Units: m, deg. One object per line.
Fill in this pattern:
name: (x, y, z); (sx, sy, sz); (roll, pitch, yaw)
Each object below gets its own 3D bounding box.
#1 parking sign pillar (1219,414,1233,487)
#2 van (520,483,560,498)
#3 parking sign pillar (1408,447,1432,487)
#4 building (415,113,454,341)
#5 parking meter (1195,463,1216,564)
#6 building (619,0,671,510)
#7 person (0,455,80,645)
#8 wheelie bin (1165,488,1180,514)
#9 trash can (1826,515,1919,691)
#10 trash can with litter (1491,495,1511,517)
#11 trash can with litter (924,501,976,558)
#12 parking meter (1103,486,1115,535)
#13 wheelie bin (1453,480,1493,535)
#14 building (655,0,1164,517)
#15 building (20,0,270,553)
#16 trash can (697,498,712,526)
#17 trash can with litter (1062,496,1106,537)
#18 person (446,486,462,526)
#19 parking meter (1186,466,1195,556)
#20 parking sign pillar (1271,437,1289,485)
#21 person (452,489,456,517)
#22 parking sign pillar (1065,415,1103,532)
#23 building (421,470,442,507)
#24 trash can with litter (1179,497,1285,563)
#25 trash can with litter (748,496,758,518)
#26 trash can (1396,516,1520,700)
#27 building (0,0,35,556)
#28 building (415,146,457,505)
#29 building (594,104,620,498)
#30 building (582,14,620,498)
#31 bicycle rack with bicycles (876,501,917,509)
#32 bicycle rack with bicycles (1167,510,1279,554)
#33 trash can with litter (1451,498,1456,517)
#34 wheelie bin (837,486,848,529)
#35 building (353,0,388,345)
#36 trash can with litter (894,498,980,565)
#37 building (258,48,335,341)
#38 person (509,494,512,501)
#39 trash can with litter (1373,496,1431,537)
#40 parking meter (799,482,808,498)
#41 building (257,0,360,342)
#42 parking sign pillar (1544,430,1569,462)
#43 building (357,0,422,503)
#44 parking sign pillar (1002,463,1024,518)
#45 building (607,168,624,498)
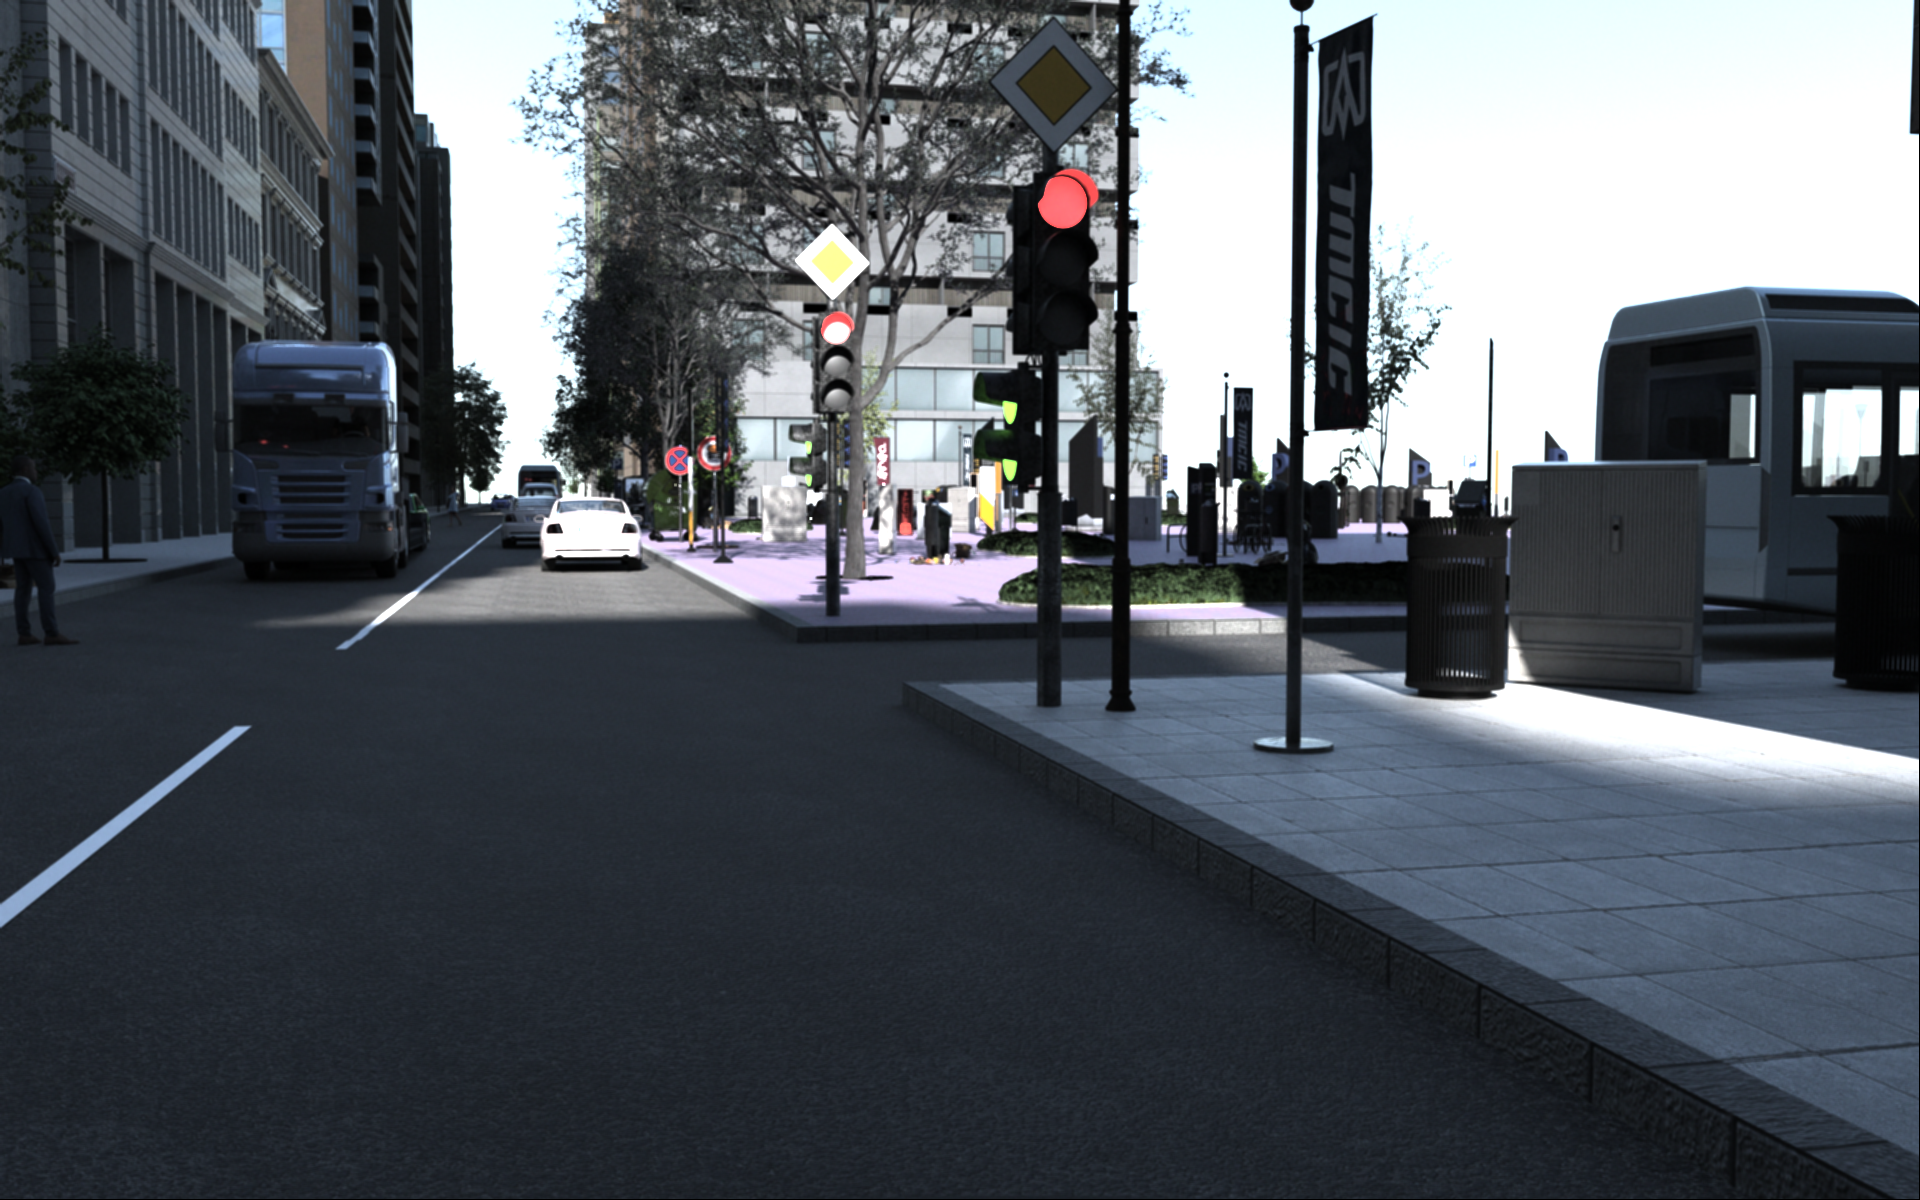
parking sign pillar: (9.099, -4.324, 59.163); (1.447, 3.967, 1.447); (1, 4, 12)
van: (-16.573, -3.754, 68.388); (2.013, 2.044, 4.112); (-1, 4, -13)
parking sign pillar: (26.564, -6.820, 99.973); (1.447, 3.967, 1.447); (0, 4, -8)
building: (-75.554, -36.564, 217.425); (23.786, 49.044, 30.456); (-1, 4, -14)
parking meter: (4.572, -1.611, 32.043); (0.255, 1.863, 0.399); (0, 4, -6)
building: (-20.456, -30.097, 142.192); (14.600, 45.320, 14.200); (-1, 4, -14)
person: (-8.826, -0.475, 16.453); (0.721, 1.800, 0.419); (1, 4, 16)
wheelie bin: (10.456, -4.725, 85.158); (0.693, 1.594, 0.980); (1, 4, 13)
trash can: (6.128, 0.013, 11.449); (0.748, 1.137, 0.748); (0, 3, 0)
trash can with litter: (30.711, -5.286, 97.475); (1.678, 1.210, 2.233); (0, 4, 8)
trash can with litter: (-0.204, -1.440, 34.929); (1.055, 1.170, 0.624); (1, 4, 10)
parking meter: (4.685, -2.820, 54.523); (0.372, 1.533, 0.369); (0, 3, 0)
wheelie bin: (11.695, -1.932, 39.504); (0.980, 1.594, 0.693); (3, 5, 45)
building: (-4.863, -31.833, 109.705); (28.713, 52.752, 27.495); (-1, 4, -14)
building: (-28.236, -16.662, 49.924); (11.434, 29.767, 29.804); (-1, 4, -14)
trash can: (-10.354, -3.570, 70.023); (0.748, 1.137, 0.748); (0, 3, 0)
trash can with litter: (3.569, -2.465, 51.363); (2.233, 1.210, 1.678); (1, 4, 22)
person: (-22.542, -4.186, 77.039); (0.616, 1.811, 0.778); (2, 4, 24)
parking meter: (4.907, -1.842, 35.834); (0.399, 1.863, 0.255); (1, 4, 20)
parking sign pillar: (15.267, -5.710, 81.823); (1.447, 3.967, 1.447); (-2, 4, -26)
person: (-31.978, -6.185, 109.256); (0.705, 1.869, 1.348); (-1, 4, -23)
parking sign pillar: (4.319, -4.339, 59.412); (1.447, 3.967, 1.447); (-3, 4, -38)
building: (-64.908, -45.270, 178.413); (20.563, 71.187, 20.611); (-1, 4, -14)
trash can with litter: (4.023, -1.014, 27.638); (1.678, 1.210, 2.233); (-1, 4, -13)
trash can with litter: (-7.995, -3.583, 69.646); (1.678, 1.210, 2.233); (2, 4, 32)
trash can: (3.142, 0.042, 10.972); (0.748, 1.137, 0.748); (0, 3, 0)
building: (-23.474, -12.701, 25.687); (12.078, 24.808, 19.932); (-1, 4, -14)
building: (-65.240, -31.405, 197.060); (14.154, 41.232, 14.086); (-1, 4, -14)
building: (-31.563, -30.713, 185.753); (14.154, 41.232, 14.086); (-1, 4, -14)
building: (-37.106, -41.542, 221.216); (21.231, 58.520, 28.212); (-1, 4, -14)
bicycle rack with bicycles: (-3.301, -4.765, 91.290); (2.925, 0.926, 2.852); (-3, 5, -43)
bicycle rack with bicycles: (5.957, -1.538, 38.534); (2.852, 0.926, 2.925); (2, 4, 29)
trash can with litter: (20.009, -3.507, 68.734); (0.624, 1.170, 1.055); (-3, 5, -42)
wheelie bin: (-4.461, -3.441, 64.168); (0.693, 1.594, 0.980); (-2, 4, -23)
building: (-48.788, -48.935, 112.753); (22.319, 86.520, 31.000); (-1, 4, -14)
trash can with litter: (-0.375, -1.296, 32.248); (1.678, 1.210, 2.233); (0, 4, 6)
building: (-34.209, -14.600, 74.864); (11.583, 22.565, 21.152); (-1, 4, -14)
person: (-40.938, -8.915, 157.492); (0.421, 1.427, 0.697); (-2, 4, -34)
trash can with litter: (13.592, -2.516, 52.189); (2.233, 1.210, 1.678); (3, 4, 38)
parking meter: (-7.836, -4.950, 86.649); (0.399, 1.863, 0.255); (1, 4, 12)
building: (-40.422, -27.077, 92.821); (14.600, 45.320, 14.200); (-1, 4, -14)
parking sign pillar: (25.322, -5.202, 73.519); (1.447, 3.967, 1.447); (-3, 4, -38)
building: (-55.957, -31.613, 140.578); (21.300, 48.544, 21.600); (-1, 4, -14)
parking sign pillar: (2.869, -6.464, 94.161); (1.447, 3.967, 1.447); (-3, 5, -42)
building: (-24.822, -23.591, 157.418); (14.160, 30.474, 14.107); (-1, 4, -14)
